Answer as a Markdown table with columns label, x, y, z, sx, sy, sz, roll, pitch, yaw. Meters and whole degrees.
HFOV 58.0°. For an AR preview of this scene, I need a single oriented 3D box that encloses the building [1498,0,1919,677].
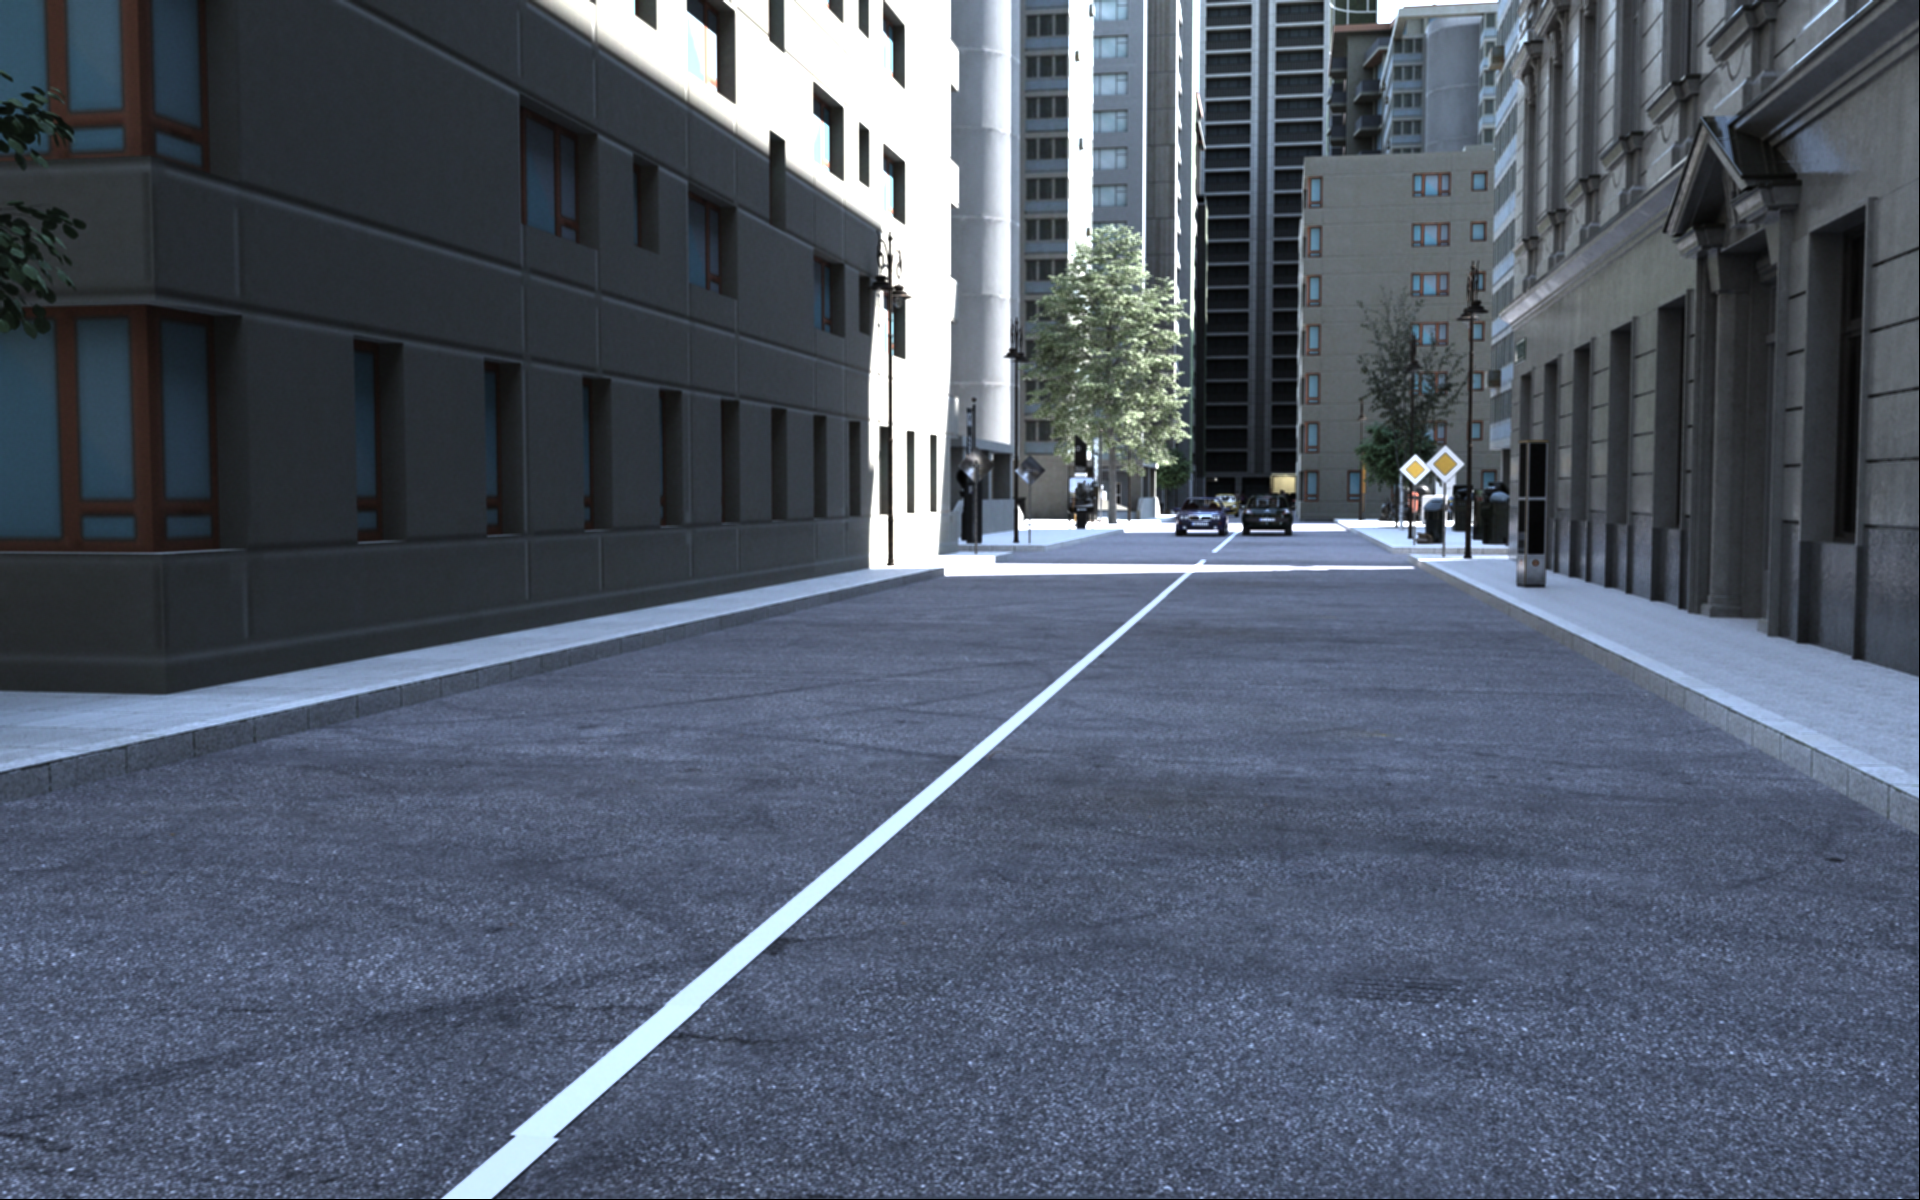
| label | x | y | z | sx | sy | sz | roll | pitch | yaw |
| --- | --- | --- | --- | --- | --- | --- | --- | --- | --- |
| building | 14.658 | -14.334 | 10.779 | 17.030 | 29.872 | 44.131 | 1 | 4 | 10 |

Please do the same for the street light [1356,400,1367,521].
| label | x | y | z | sx | sy | sz | roll | pitch | yaw |
| --- | --- | --- | --- | --- | --- | --- | --- | --- | --- |
| street light | 19.159 | -6.724 | 82.727 | 0.468 | 5.910 | 1.993 | 1 | 4 | 10 |

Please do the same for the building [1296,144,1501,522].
| label | x | y | z | sx | sy | sz | roll | pitch | yaw |
| --- | --- | --- | --- | --- | --- | --- | --- | --- | --- |
| building | 33.833 | -15.637 | 100.707 | 27.650 | 21.520 | 28.899 | 1 | 4 | 10 |

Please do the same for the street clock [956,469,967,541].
| label | x | y | z | sx | sy | sz | roll | pitch | yaw |
| --- | --- | --- | --- | --- | --- | --- | --- | --- | --- |
| street clock | 0.144 | -2.646 | 47.826 | 0.471 | 2.002 | 0.358 | -1 | 4 | -12 |

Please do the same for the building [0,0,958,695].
| label | x | y | z | sx | sy | sz | roll | pitch | yaw |
| --- | --- | --- | --- | --- | --- | --- | --- | --- | --- |
| building | -16.764 | -11.105 | 26.612 | 28.899 | 21.520 | 27.650 | 1 | 4 | 10 |

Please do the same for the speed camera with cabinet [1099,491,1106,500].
| label | x | y | z | sx | sy | sz | roll | pitch | yaw |
| --- | --- | --- | --- | --- | --- | --- | --- | --- | --- |
| speed camera with cabinet | 7.805 | -6.759 | 104.838 | 2.038 | 3.252 | 0.660 | 1 | 4 | 12 |

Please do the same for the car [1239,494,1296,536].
| label | x | y | z | sx | sy | sz | roll | pitch | yaw |
| --- | --- | --- | --- | --- | --- | --- | --- | --- | --- |
| car | 10.847 | -3.138 | 61.094 | 2.009 | 1.686 | 4.222 | 1 | 4 | 10 |

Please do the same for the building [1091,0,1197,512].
| label | x | y | z | sx | sy | sz | roll | pitch | yaw |
| --- | --- | --- | --- | --- | --- | --- | --- | --- | --- |
| building | 9.755 | -27.092 | 126.550 | 14.154 | 41.232 | 14.086 | 1 | 4 | 10 |

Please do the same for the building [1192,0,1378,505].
| label | x | y | z | sx | sy | sz | roll | pitch | yaw |
| --- | --- | --- | --- | --- | --- | --- | --- | --- | --- |
| building | 39.273 | -47.075 | 207.931 | 20.611 | 71.187 | 20.563 | 1 | 4 | 10 |

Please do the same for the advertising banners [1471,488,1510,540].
| label | x | y | z | sx | sy | sz | roll | pitch | yaw |
| --- | --- | --- | --- | --- | --- | --- | --- | --- | --- |
| advertising banners | 15.099 | -3.156 | 47.794 | 2.074 | 3.025 | 0.090 | 3 | 4 | 38 |

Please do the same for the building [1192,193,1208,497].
| label | x | y | z | sx | sy | sz | roll | pitch | yaw |
| --- | --- | --- | --- | --- | --- | --- | --- | --- | --- |
| building | 15.675 | -23.858 | 161.781 | 14.160 | 30.474 | 14.107 | 1 | 4 | 10 |

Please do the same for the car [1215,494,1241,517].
| label | x | y | z | sx | sy | sz | roll | pitch | yaw |
| --- | --- | --- | --- | --- | --- | --- | --- | --- | --- |
| car | 16.634 | -6.020 | 108.657 | 2.015 | 1.641 | 3.980 | 1 | 4 | 10 |

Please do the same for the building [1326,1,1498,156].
| label | x | y | z | sx | sy | sz | roll | pitch | yaw |
| --- | --- | --- | --- | --- | --- | --- | --- | --- | --- |
| building | 45.114 | -30.910 | 160.007 | 22.147 | 44.769 | 28.867 | 1 | 4 | 10 |

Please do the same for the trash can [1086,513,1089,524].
| label | x | y | z | sx | sy | sz | roll | pitch | yaw |
| --- | --- | --- | --- | --- | --- | --- | --- | --- | --- |
| trash can | 5.315 | -3.891 | 75.268 | 0.748 | 1.137 | 0.748 | 0 | 3 | 0 |

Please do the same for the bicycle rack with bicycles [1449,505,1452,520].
| label | x | y | z | sx | sy | sz | roll | pitch | yaw |
| --- | --- | --- | --- | --- | --- | --- | --- | --- | --- |
| bicycle rack with bicycles | 25.082 | -4.385 | 85.079 | 2.852 | 0.926 | 2.925 | -1 | 4 | -22 |

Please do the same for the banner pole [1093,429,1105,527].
| label | x | y | z | sx | sy | sz | roll | pitch | yaw |
| --- | --- | --- | --- | --- | --- | --- | --- | --- | --- |
| banner pole | 5.331 | -4.708 | 66.993 | 0.401 | 3.779 | 0.863 | -2 | 4 | -24 |

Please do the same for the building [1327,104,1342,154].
| label | x | y | z | sx | sy | sz | roll | pitch | yaw |
| --- | --- | --- | --- | --- | --- | --- | --- | --- | --- |
| building | 45.511 | -30.505 | 182.352 | 14.154 | 41.232 | 14.086 | 1 | 4 | 10 |

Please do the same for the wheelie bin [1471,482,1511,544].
| label | x | y | z | sx | sy | sz | roll | pitch | yaw |
| --- | --- | --- | --- | --- | --- | --- | --- | --- | --- |
| wheelie bin | 13.712 | -2.224 | 44.264 | 0.693 | 1.594 | 0.980 | -1 | 4 | -19 |

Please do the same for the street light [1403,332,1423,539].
| label | x | y | z | sx | sy | sz | roll | pitch | yaw |
| --- | --- | --- | --- | --- | --- | --- | --- | --- | --- |
| street light | 12.923 | -4.694 | 49.527 | 0.468 | 5.910 | 1.993 | 1 | 4 | 10 |

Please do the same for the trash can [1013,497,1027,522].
| label | x | y | z | sx | sy | sz | roll | pitch | yaw |
| --- | --- | --- | --- | --- | --- | --- | --- | --- | --- |
| trash can | 2.566 | -3.936 | 76.004 | 0.748 | 1.137 | 0.748 | 0 | 3 | 0 |

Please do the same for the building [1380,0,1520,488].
| label | x | y | z | sx | sy | sz | roll | pitch | yaw |
| --- | --- | --- | --- | --- | --- | --- | --- | --- | --- |
| building | 45.253 | -26.956 | 132.609 | 32.217 | 40.220 | 23.993 | 1 | 4 | 10 |

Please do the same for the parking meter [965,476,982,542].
| label | x | y | z | sx | sy | sz | roll | pitch | yaw |
| --- | --- | --- | --- | --- | --- | --- | --- | --- | --- |
| parking meter | 0.364 | -2.438 | 45.573 | 0.399 | 1.863 | 0.255 | 3 | 4 | 36 |

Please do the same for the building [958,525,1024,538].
| label | x | y | z | sx | sy | sz | roll | pitch | yaw |
| --- | --- | --- | --- | --- | --- | --- | --- | --- | --- |
| building | -14.766 | -22.424 | 58.519 | 32.217 | 40.220 | 23.993 | 1 | 4 | 10 |

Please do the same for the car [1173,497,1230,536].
| label | x | y | z | sx | sy | sz | roll | pitch | yaw |
| --- | --- | --- | --- | --- | --- | --- | --- | --- | --- |
| car | 8.439 | -2.918 | 60.293 | 1.945 | 1.354 | 3.894 | 1 | 4 | 10 |

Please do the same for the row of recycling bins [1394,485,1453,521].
| label | x | y | z | sx | sy | sz | roll | pitch | yaw |
| --- | --- | --- | --- | --- | --- | --- | --- | --- | --- |
| row of recycling bins | 22.425 | -4.597 | 82.268 | 3.534 | 1.692 | 1.069 | 1 | 4 | 18 |

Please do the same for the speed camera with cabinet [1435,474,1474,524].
| label | x | y | z | sx | sy | sz | roll | pitch | yaw |
| --- | --- | --- | --- | --- | --- | --- | --- | --- | --- |
| speed camera with cabinet | 21.731 | -4.955 | 75.357 | 2.038 | 3.252 | 0.660 | -1 | 4 | -16 |

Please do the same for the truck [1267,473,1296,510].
| label | x | y | z | sx | sy | sz | roll | pitch | yaw |
| --- | --- | --- | --- | --- | --- | --- | --- | --- | --- |
| truck | 29.922 | -10.006 | 159.520 | 3.469 | 3.379 | 9.791 | 1 | 4 | 11 |

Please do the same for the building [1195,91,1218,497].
| label | x | y | z | sx | sy | sz | roll | pitch | yaw |
| --- | --- | --- | --- | --- | --- | --- | --- | --- | --- |
| building | 12.831 | -32.450 | 185.182 | 28.867 | 44.769 | 22.147 | 1 | 4 | 10 |

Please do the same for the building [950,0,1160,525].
| label | x | y | z | sx | sy | sz | roll | pitch | yaw |
| --- | --- | --- | --- | --- | --- | --- | --- | --- | --- |
| building | -5.730 | -24.564 | 93.503 | 32.217 | 40.220 | 23.993 | 1 | 4 | 10 |

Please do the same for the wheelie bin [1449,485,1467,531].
| label | x | y | z | sx | sy | sz | roll | pitch | yaw |
| --- | --- | --- | --- | --- | --- | --- | --- | --- | --- |
| wheelie bin | 17.354 | -3.167 | 59.682 | 0.980 | 1.594 | 0.693 | 1 | 4 | 10 |

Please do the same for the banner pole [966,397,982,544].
| label | x | y | z | sx | sy | sz | roll | pitch | yaw |
| --- | --- | --- | --- | --- | --- | --- | --- | --- | --- |
| banner pole | 0.293 | -3.335 | 44.549 | 0.401 | 3.779 | 0.863 | 1 | 4 | 17 |
